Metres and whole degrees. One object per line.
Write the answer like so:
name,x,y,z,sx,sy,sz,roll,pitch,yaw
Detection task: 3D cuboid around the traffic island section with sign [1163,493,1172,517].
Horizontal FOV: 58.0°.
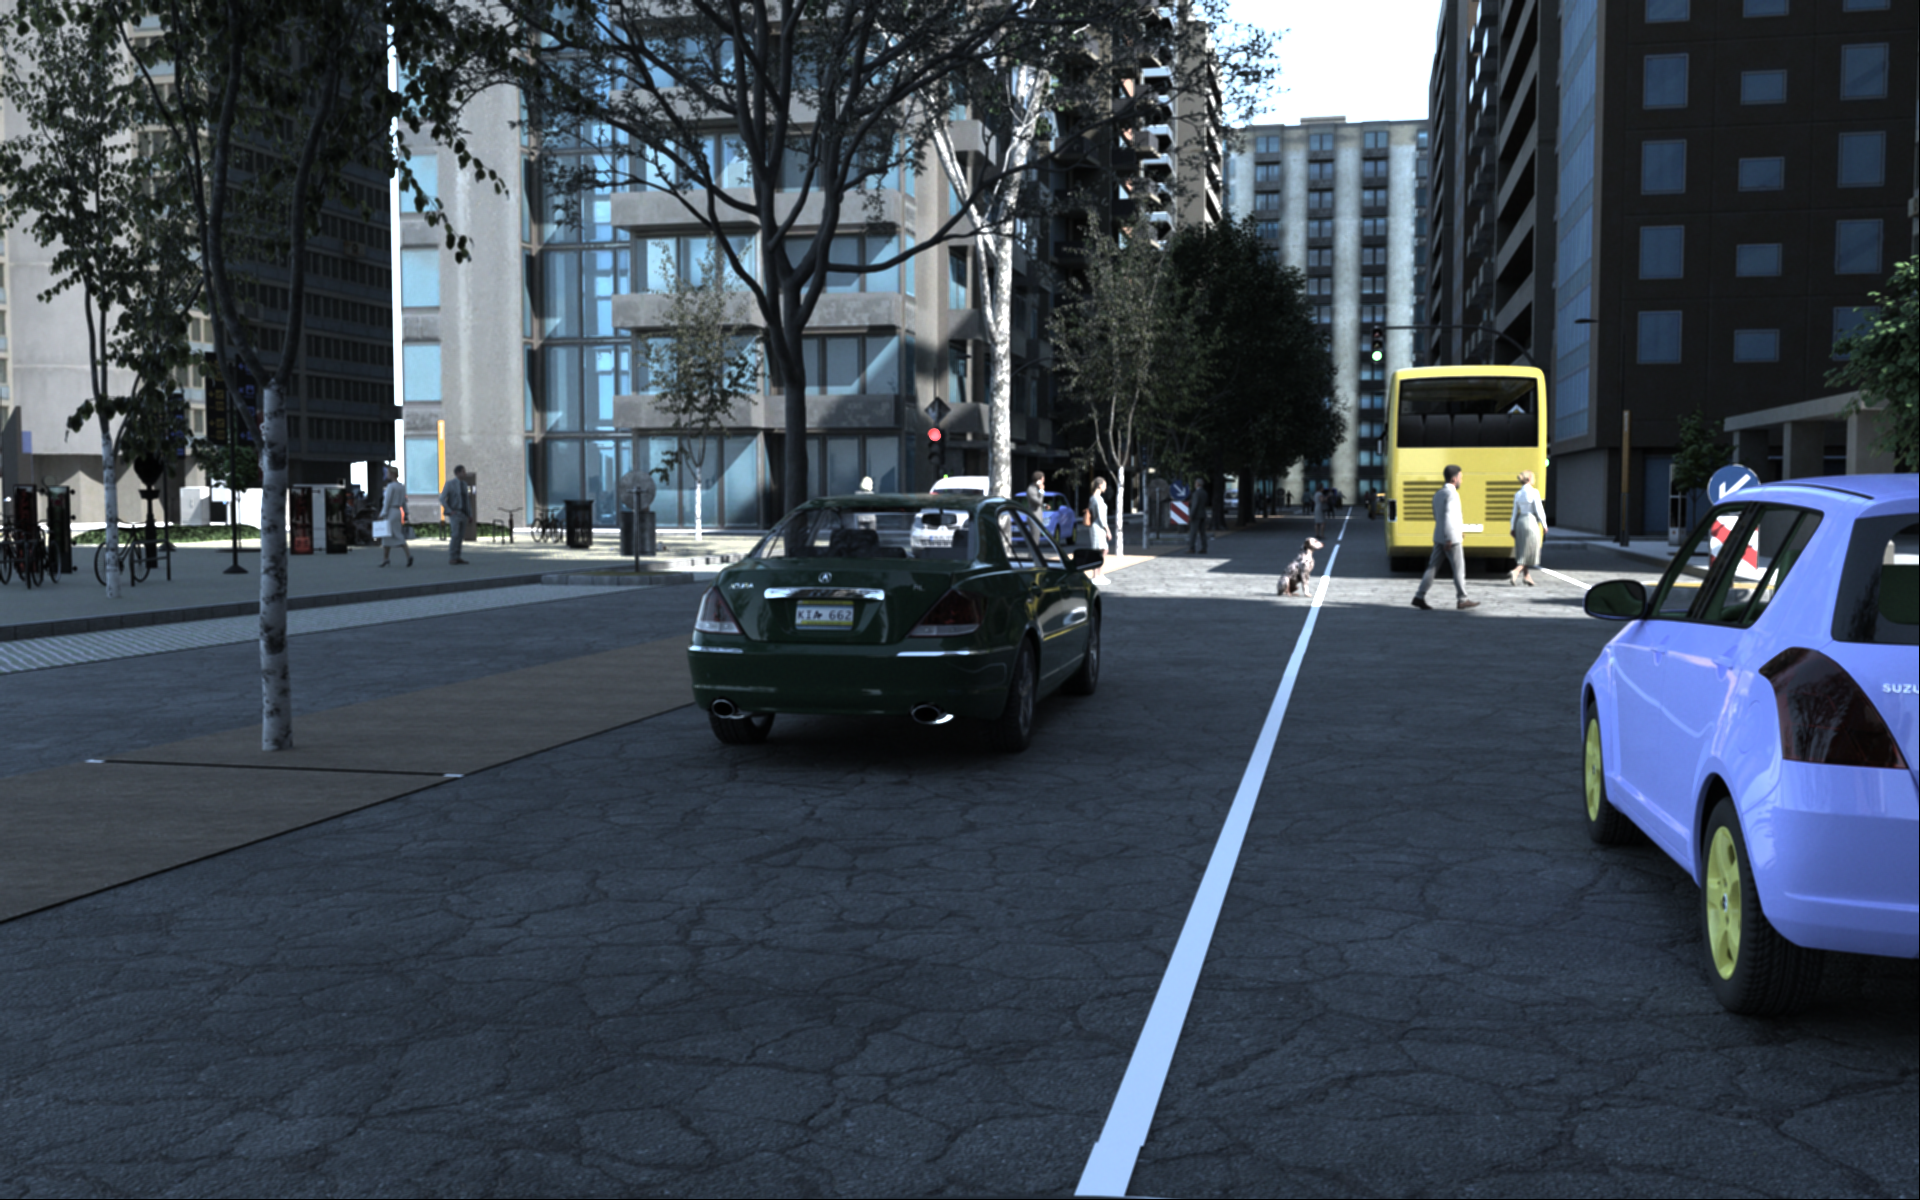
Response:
traffic island section with sign,13.015,-6.102,108.396,1.989,1.847,2.006,1,4,13

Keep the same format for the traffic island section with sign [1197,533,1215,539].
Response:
traffic island section with sign,7.173,-2.931,56.063,2.006,1.907,1.989,1,4,13

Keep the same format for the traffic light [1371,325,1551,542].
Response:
traffic light,13.452,-4.395,46.533,4.771,5.953,1.251,1,4,13

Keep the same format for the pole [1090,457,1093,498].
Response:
pole,6.744,-5.801,88.697,0.158,3.312,0.155,0,3,0

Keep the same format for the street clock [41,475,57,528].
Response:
street clock,-34.517,-3.737,65.664,0.358,2.002,0.471,3,4,38

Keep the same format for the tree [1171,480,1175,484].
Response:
tree,15.236,-8.243,129.367,1.663,3.219,1.824,0,3,0

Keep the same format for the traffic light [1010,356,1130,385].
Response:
traffic light,3.200,-5.049,57.222,4.771,5.953,1.251,1,4,13

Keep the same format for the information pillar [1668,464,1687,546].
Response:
information pillar,17.667,-2.332,42.614,0.304,2.012,0.304,-2,4,-35

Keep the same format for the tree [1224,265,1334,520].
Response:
tree,15.983,-11.387,95.296,9.857,13.997,8.962,0,3,0

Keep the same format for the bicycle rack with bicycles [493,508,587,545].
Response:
bicycle rack with bicycles,-11.052,-1.951,45.281,2.852,0.926,2.925,-1,4,-21

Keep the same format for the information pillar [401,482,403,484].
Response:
information pillar,-34.054,-6.172,105.407,0.304,2.012,0.304,-1,4,-9

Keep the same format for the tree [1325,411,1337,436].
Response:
tree,18.585,-10.274,104.849,8.767,10.594,7.601,1,4,13

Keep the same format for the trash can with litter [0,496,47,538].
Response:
trash can with litter,-27.706,-2.424,50.687,2.233,1.210,1.678,2,4,30

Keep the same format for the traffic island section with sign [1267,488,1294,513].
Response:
traffic island section with sign,23.907,-7.412,129.322,2.006,1.907,1.989,1,4,13

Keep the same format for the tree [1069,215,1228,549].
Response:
tree,4.826,-5.610,44.546,4.737,8.622,4.395,0,3,0

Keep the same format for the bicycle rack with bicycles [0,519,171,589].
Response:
bicycle rack with bicycles,-12.602,-0.684,24.560,2.852,0.926,2.925,-1,4,-8

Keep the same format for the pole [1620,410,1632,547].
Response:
pole,16.246,-2.961,42.250,0.158,3.312,0.155,0,3,0

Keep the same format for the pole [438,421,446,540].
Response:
pole,-14.400,-3.320,48.128,0.158,3.312,0.155,0,3,0

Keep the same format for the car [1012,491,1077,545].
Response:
car,2.110,-2.336,47.789,1.945,1.707,3.694,1,4,15

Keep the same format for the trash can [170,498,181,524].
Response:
trash can,-32.040,-3.637,71.123,0.748,1.137,0.748,0,3,0

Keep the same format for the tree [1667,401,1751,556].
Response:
tree,15.259,-2.537,36.077,1.663,3.219,1.824,0,3,0

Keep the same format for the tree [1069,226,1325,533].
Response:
tree,7.653,-7.442,58.545,8.767,10.594,7.601,1,4,13

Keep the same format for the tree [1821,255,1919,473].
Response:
tree,11.787,-2.215,19.930,4.285,4.588,4.351,0,3,0

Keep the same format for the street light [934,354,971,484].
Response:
street light,-0.308,-5.219,57.873,1.470,5.913,1.316,1,4,13

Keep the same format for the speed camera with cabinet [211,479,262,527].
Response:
speed camera with cabinet,-22.318,-3.630,53.688,0.660,3.252,2.038,1,4,13

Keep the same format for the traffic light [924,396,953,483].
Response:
traffic light,-0.639,-3.728,49.869,0.839,4.253,0.868,1,4,13

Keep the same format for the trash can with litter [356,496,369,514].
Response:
trash can with litter,-23.710,-3.593,69.796,2.233,1.210,1.678,0,4,0

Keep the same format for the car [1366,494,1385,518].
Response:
car,25.414,-5.737,104.019,2.015,1.641,3.980,1,4,12

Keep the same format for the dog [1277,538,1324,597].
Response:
dog,4.707,-0.466,24.463,0.513,0.831,0.800,-1,4,-23

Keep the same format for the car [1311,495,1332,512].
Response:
car,29.501,-7.871,141.264,1.945,1.354,3.894,1,4,11

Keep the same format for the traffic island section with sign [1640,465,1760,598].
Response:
traffic island section with sign,10.496,-0.948,24.129,1.989,1.847,2.006,1,4,13

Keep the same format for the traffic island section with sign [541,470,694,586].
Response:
traffic island section with sign,-5.393,-1.176,27.850,1.989,1.847,2.006,1,4,13

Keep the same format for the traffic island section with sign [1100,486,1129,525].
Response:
traffic island section with sign,6.922,-4.470,81.709,1.989,1.847,2.006,1,4,13

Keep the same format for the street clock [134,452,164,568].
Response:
street clock,-14.037,-1.556,30.014,0.471,2.002,0.358,-2,4,-27

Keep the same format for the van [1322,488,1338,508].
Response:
van,38.911,-10.905,182.688,2.240,2.365,5.245,1,4,15

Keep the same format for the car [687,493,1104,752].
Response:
car,-0.210,0.037,11.191,2.131,1.459,4.920,1,4,12

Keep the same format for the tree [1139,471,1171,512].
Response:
tree,13.958,-8.048,126.188,1.663,3.219,1.824,0,3,0

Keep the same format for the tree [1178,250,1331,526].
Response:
tree,12.473,-9.562,76.924,7.486,12.596,7.792,0,3,0

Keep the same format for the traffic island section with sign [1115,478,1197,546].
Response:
traffic island section with sign,5.514,-2.490,48.844,2.006,1.907,1.989,1,4,13

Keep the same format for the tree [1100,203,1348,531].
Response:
tree,10.175,-9.079,67.911,9.611,12.733,9.660,0,3,0

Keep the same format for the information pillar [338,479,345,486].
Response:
information pillar,-30.122,-4.884,84.353,0.304,2.012,0.304,-1,4,-16

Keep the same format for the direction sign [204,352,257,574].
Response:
direction sign,-11.746,-2.200,27.974,0.379,3.537,0.876,2,4,35

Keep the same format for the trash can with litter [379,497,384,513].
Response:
trash can with litter,-27.018,-4.290,81.524,0.624,1.170,1.055,-1,4,-12

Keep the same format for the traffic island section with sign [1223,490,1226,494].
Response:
traffic island section with sign,24.112,-9.071,156.933,1.989,1.847,2.006,1,4,13

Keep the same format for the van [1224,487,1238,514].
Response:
van,20.271,-7.397,127.951,2.013,2.044,4.112,1,4,14

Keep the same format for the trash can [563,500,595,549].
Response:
trash can,-8.992,-1.788,40.890,0.748,1.137,0.748,0,3,0

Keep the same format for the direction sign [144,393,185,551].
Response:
direction sign,-17.813,-2.862,38.789,0.876,3.537,0.379,-2,4,-34

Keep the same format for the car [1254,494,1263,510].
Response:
car,25.827,-8.637,153.019,2.131,1.459,4.920,1,4,12

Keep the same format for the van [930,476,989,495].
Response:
van,0.057,-2.007,39.831,2.013,2.044,4.112,1,4,13

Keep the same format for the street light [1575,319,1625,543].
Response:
street light,16.952,-4.485,45.868,1.470,5.913,1.316,1,4,13

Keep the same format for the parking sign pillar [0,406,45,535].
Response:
parking sign pillar,-29.197,-3.983,53.601,1.447,3.967,1.447,3,5,41

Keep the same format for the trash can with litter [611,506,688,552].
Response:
trash can with litter,-7.129,-1.740,39.498,1.678,1.210,2.233,-1,4,-15

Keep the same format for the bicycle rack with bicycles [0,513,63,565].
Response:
bicycle rack with bicycles,-19.358,-1.234,33.559,2.852,0.926,2.925,0,4,8

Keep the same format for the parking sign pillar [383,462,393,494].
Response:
parking sign pillar,-41.678,-8.380,125.479,1.447,3.967,1.447,2,4,24

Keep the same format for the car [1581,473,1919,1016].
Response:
car,3.193,0.227,5.887,1.945,1.707,3.694,1,4,12
